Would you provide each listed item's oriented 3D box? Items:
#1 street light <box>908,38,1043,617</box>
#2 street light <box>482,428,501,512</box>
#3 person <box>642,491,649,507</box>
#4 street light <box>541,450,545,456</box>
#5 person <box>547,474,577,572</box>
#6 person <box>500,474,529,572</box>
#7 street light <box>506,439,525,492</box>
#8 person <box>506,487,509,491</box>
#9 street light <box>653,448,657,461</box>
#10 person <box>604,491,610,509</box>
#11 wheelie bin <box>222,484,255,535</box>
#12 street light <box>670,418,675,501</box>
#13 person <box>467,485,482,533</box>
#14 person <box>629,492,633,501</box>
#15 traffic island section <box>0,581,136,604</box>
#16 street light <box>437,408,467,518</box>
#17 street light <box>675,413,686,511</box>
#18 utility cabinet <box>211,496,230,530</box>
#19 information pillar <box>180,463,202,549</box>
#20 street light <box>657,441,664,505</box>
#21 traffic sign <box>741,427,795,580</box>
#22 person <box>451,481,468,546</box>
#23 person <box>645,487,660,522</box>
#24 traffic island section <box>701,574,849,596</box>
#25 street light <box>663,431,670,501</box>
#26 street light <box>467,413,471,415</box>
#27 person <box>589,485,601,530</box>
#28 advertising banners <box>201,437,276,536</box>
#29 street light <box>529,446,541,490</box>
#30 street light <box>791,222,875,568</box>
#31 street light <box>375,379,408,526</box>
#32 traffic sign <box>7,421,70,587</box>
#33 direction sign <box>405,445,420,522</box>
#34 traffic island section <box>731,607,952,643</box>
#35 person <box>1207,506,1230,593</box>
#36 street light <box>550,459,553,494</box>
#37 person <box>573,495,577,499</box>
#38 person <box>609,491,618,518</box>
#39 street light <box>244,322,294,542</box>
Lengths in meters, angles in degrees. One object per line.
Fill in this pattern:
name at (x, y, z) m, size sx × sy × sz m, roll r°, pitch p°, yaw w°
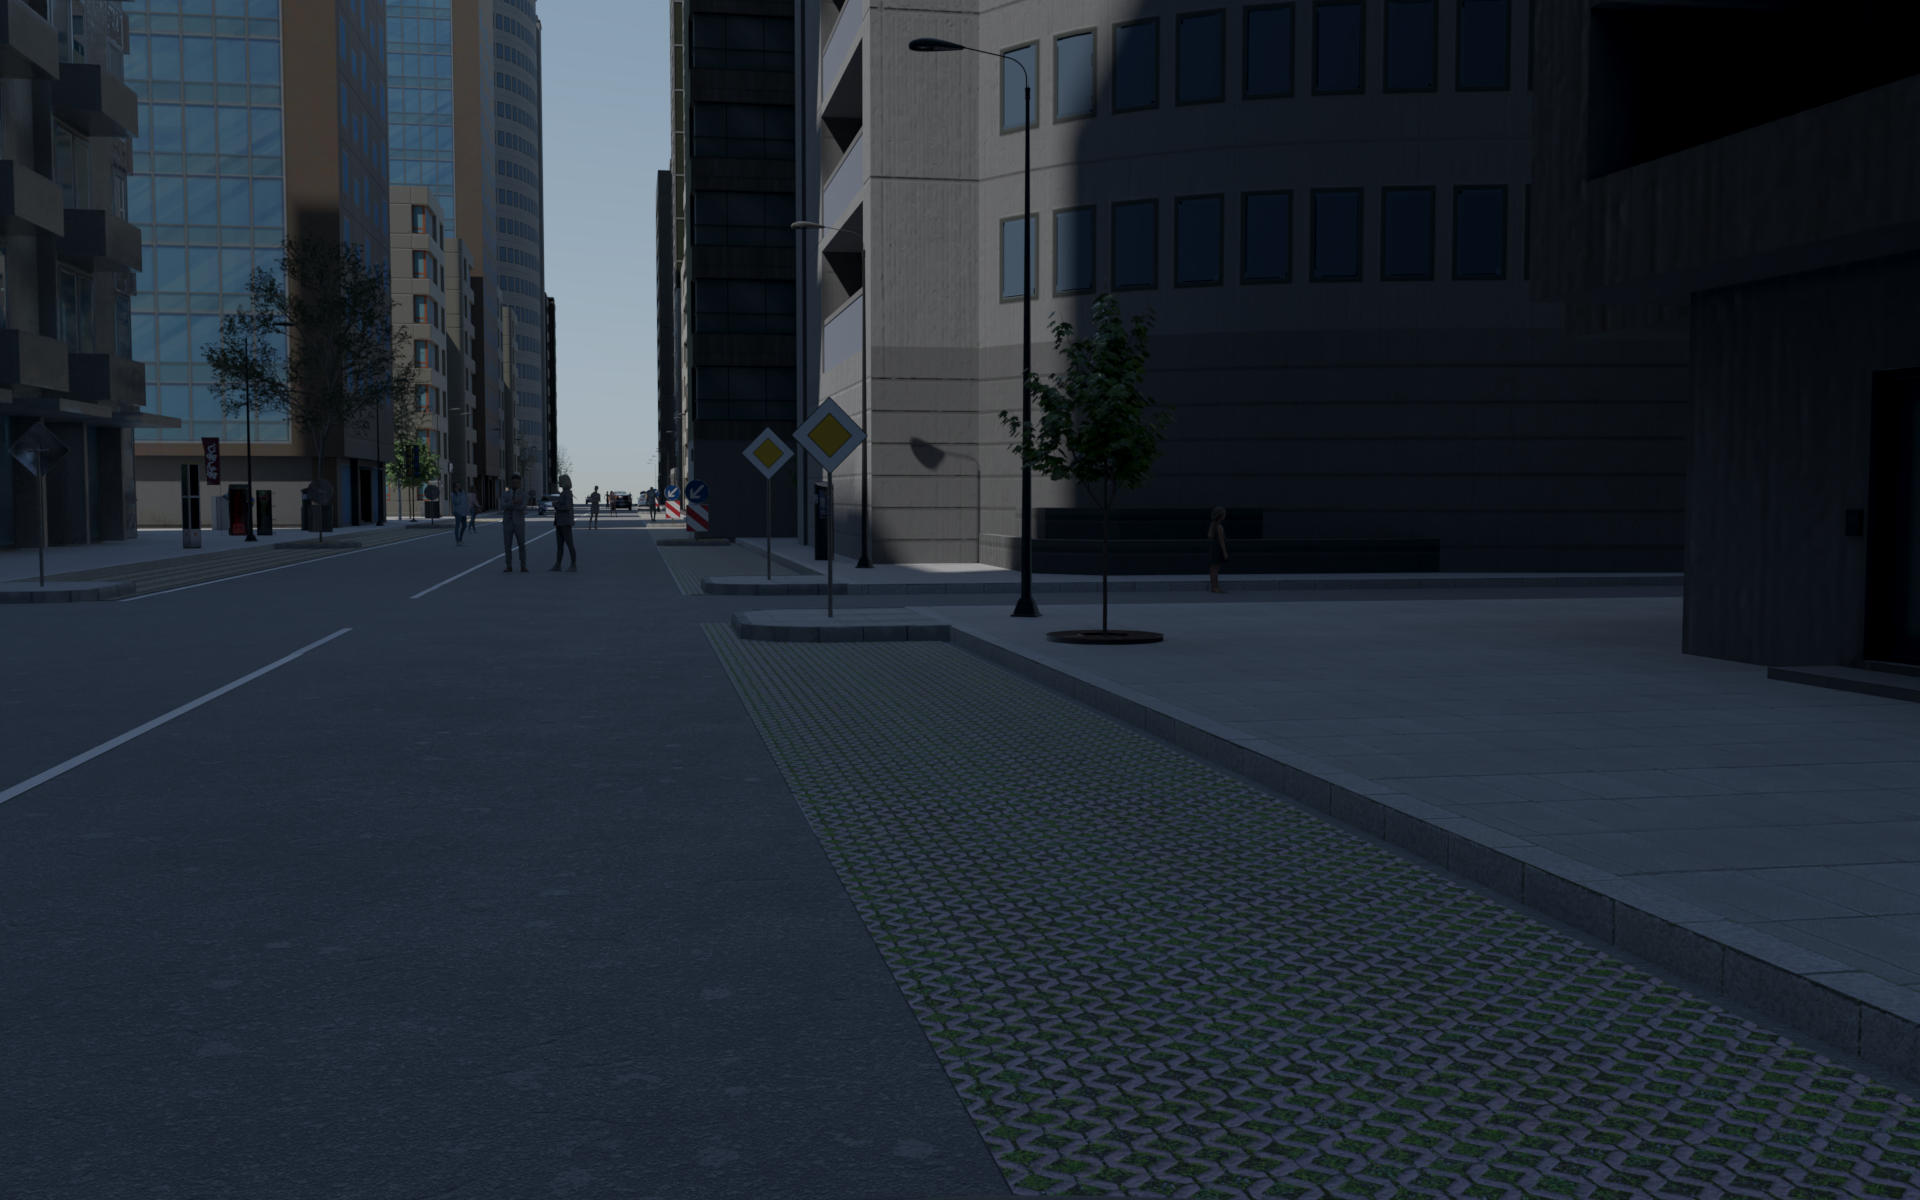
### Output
street light at (0.164, -2.775, 17.908) m, size 1.470 × 5.913 × 1.316 m, roll -1°, pitch 4°, yaw -11°
street light at (-33.174, -9.175, 122.553) m, size 1.470 × 5.913 × 1.316 m, roll -1°, pitch 4°, yaw -11°
person at (-33.370, -10.790, 185.016) m, size 1.348 × 1.812 × 0.705 m, roll 1°, pitch 4°, yaw 20°
street light at (-44.188, -12.711, 180.360) m, size 1.470 × 5.913 × 1.316 m, roll -1°, pitch 4°, yaw -11°
person at (-7.359, -1.428, 32.030) m, size 0.526 × 1.800 × 0.537 m, roll -1°, pitch 4°, yaw -21°
person at (-8.191, -1.416, 31.834) m, size 0.511 × 1.800 × 0.466 m, roll -1°, pitch 4°, yaw -22°
street light at (-37.487, -10.575, 145.440) m, size 1.470 × 5.913 × 1.316 m, roll -1°, pitch 4°, yaw -11°
person at (-24.785, -5.301, 95.188) m, size 0.660 × 1.820 × 0.620 m, roll -1°, pitch 4°, yaw -13°
street light at (-31.877, -13.026, 185.517) m, size 1.470 × 5.913 × 1.316 m, roll -1°, pitch 4°, yaw -11°
person at (-34.426, -9.802, 169.482) m, size 1.217 × 1.735 × 0.721 m, roll 3°, pitch 4°, yaw 37°
wheelie bin at (-22.557, -2.832, 54.212) m, size 0.980 × 1.594 × 0.693 m, roll -1°, pitch 4°, yaw -13°
street light at (-16.611, -8.100, 104.976) m, size 1.470 × 5.913 × 1.316 m, roll -1°, pitch 4°, yaw -11°
person at (-17.807, -3.313, 63.255) m, size 0.593 × 1.750 × 0.643 m, roll 3°, pitch 5°, yaw 43°
person at (-45.577, -14.067, 239.433) m, size 0.756 × 1.711 × 0.436 m, roll 1°, pitch 4°, yaw 17°
traffic island section at (-12.746, -0.106, 24.011) m, size 2.009 × 0.180 × 2.903 m, roll -1°, pitch 4°, yaw -11°
street light at (-27.680, -7.412, 93.724) m, size 1.470 × 5.913 × 1.316 m, roll -1°, pitch 4°, yaw -11°
street light at (-15.502, -7.788, 99.876) m, size 1.470 × 5.913 × 1.316 m, roll -1°, pitch 4°, yaw -11°
utility cabinet at (-26.163, -3.093, 61.735) m, size 0.306 × 1.237 × 1.020 m, roll 2°, pitch 4°, yaw 27°
information pillar at (-18.138, -2.224, 40.852) m, size 0.304 × 2.012 × 0.304 m, roll 2°, pitch 4°, yaw 32°
street light at (-25.533, -10.958, 151.708) m, size 1.470 × 5.913 × 1.316 m, roll -1°, pitch 4°, yaw -11°
traffic sign at (-2.855, -1.356, 25.817) m, size 0.795 × 2.450 × 0.064 m, roll -1°, pitch 4°, yaw -11°
person at (-13.879, -2.401, 48.017) m, size 0.793 × 1.790 × 0.793 m, roll -1°, pitch 4°, yaw -10°
person at (-15.757, -4.905, 88.817) m, size 0.709 × 1.813 × 0.853 m, roll -1°, pitch 4°, yaw -20°
traffic island section at (-2.834, -0.221, 25.899) m, size 2.009 × 0.180 × 2.903 m, roll -1°, pitch 4°, yaw -11°
street light at (-20.975, -9.520, 128.186) m, size 1.470 × 5.913 × 1.316 m, roll -1°, pitch 4°, yaw -11°
street light at (-28.681, -7.745, 99.172) m, size 1.470 × 5.913 × 1.316 m, roll -1°, pitch 4°, yaw -11°
person at (-14.694, -3.724, 69.729) m, size 0.599 × 1.781 × 0.374 m, roll -2°, pitch 4°, yaw -34°
advertising banners at (-22.220, -3.496, 53.340) m, size 2.074 × 3.025 × 0.090 m, roll -1°, pitch 4°, yaw -15°
street light at (-41.998, -12.016, 168.995) m, size 1.470 × 5.913 × 1.316 m, roll -1°, pitch 4°, yaw -11°
street light at (-2.184, -3.502, 29.795) m, size 1.470 × 5.913 × 1.316 m, roll -1°, pitch 4°, yaw -11°
street light at (-22.827, -5.939, 69.651) m, size 1.470 × 5.913 × 1.316 m, roll -1°, pitch 4°, yaw -11°
traffic sign at (-12.725, -1.242, 23.954) m, size 0.795 × 2.450 × 0.064 m, roll -1°, pitch 4°, yaw -11°
direction sign at (-25.143, -5.358, 79.596) m, size 0.379 × 3.537 × 0.876 m, roll 2°, pitch 4°, yaw 23°
traffic island section at (-1.331, 0.258, 18.056) m, size 2.009 × 0.180 × 2.903 m, roll -1°, pitch 4°, yaw -11°
person at (3.749, -0.727, 25.059) m, size 0.373 × 1.253 × 0.362 m, roll 0°, pitch 4°, yaw -7°
street light at (-48.575, -14.110, 203.233) m, size 1.470 × 5.913 × 1.316 m, roll -1°, pitch 4°, yaw -11°
person at (-33.543, -8.548, 149.084) m, size 1.217 × 1.723 × 0.721 m, roll -2°, pitch 4°, yaw -24°
person at (-21.152, -5.850, 105.614) m, size 0.415 × 1.643 × 0.593 m, roll 3°, pitch 4°, yaw 38°
street light at (-18.634, -4.538, 46.741) m, size 1.470 × 5.913 × 1.316 m, roll -1°, pitch 4°, yaw -11°
